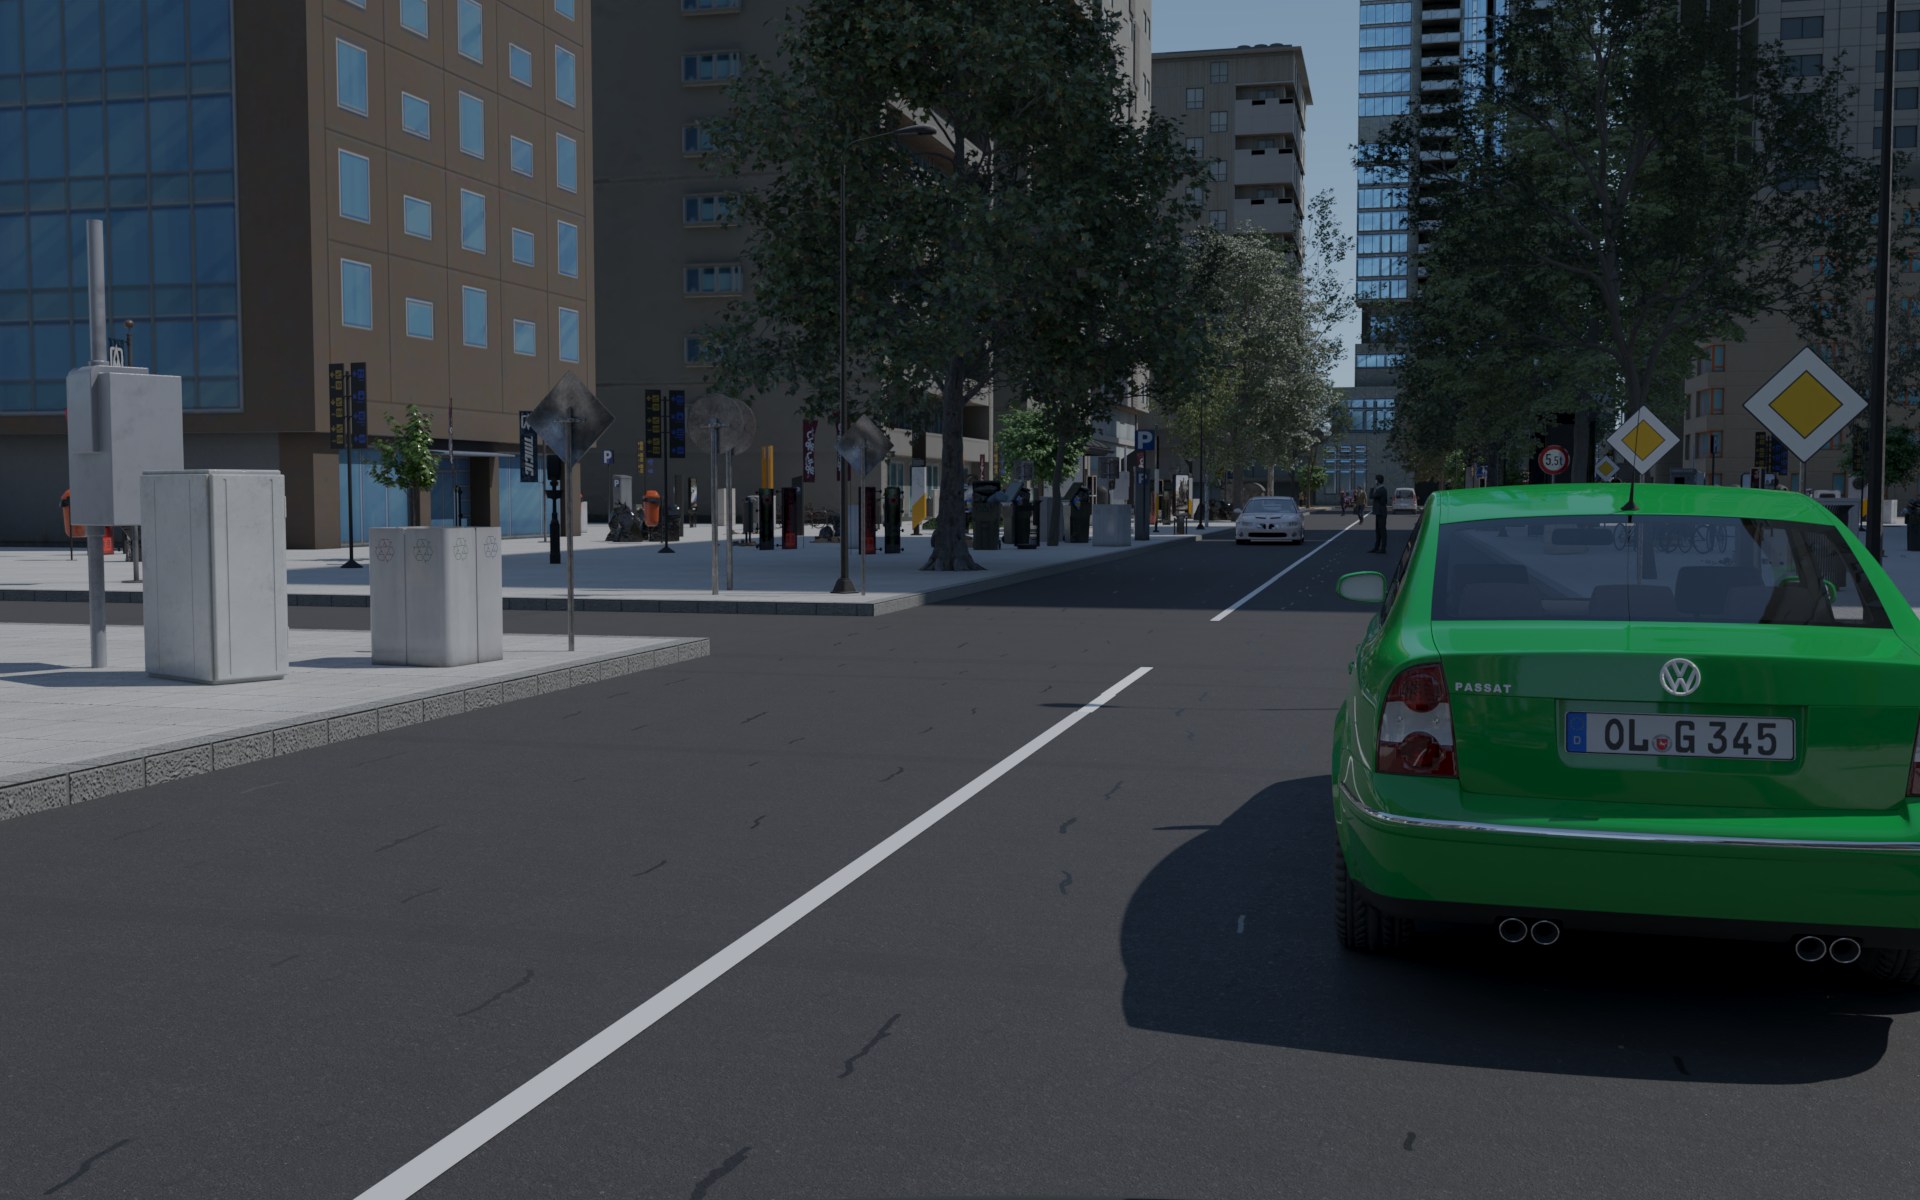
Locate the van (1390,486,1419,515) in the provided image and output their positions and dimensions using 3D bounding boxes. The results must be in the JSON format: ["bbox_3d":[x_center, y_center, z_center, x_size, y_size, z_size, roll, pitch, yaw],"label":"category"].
[{"bbox_3d":[31.211,-7.013,121.668,2.013,2.044,4.112,1,4,14],"label":"van"}]

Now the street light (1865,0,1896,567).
[{"bbox_3d":[5.691,-2.400,11.788,1.470,5.913,1.316,1,4,14],"label":"street light"}]

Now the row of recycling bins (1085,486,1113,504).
[{"bbox_3d":[6.607,-4.867,86.687,3.534,1.692,1.069,0,4,-8],"label":"row of recycling bins"}]

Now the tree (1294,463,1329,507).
[{"bbox_3d":[33.765,-11.177,166.454,4.285,4.588,4.351,0,3,0],"label":"tree"}]

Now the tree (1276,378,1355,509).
[{"bbox_3d":[30.622,-13.791,151.238,9.928,11.665,9.643,0,3,0],"label":"tree"}]

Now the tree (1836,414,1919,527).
[{"bbox_3d":[36.579,-5.188,68.534,4.285,4.588,4.351,0,3,0],"label":"tree"}]

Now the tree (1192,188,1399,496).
[{"bbox_3d":[20.353,-15.425,108.085,12.611,20.169,13.585,0,3,0],"label":"tree"}]

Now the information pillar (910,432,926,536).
[{"bbox_3d":[-1.277,-3.798,53.457,0.504,3.616,0.183,2,4,32],"label":"information pillar"}]

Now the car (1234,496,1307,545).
[{"bbox_3d":[9.054,-2.326,50.395,2.083,1.381,4.827,1,4,13],"label":"car"}]

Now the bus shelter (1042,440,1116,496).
[{"bbox_3d":[4.060,-4.111,61.141,2.014,3.302,5.546,1,4,14],"label":"bus shelter"}]

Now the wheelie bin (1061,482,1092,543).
[{"bbox_3d":[3.080,-2.303,45.563,0.693,1.594,0.980,-1,4,-17],"label":"wheelie bin"}]

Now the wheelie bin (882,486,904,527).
[{"bbox_3d":[-2.581,-3.648,67.546,0.980,1.594,0.693,-3,5,-44],"label":"wheelie bin"}]

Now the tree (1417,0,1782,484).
[{"bbox_3d":[14.269,-7.353,38.342,7.486,12.596,7.792,0,3,0],"label":"tree"}]

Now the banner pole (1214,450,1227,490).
[{"bbox_3d":[14.435,-6.451,95.490,0.863,3.779,0.401,1,4,15],"label":"banner pole"}]

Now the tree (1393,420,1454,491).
[{"bbox_3d":[45.697,-15.776,164.591,9.857,13.997,8.962,0,3,0],"label":"tree"}]

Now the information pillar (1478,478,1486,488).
[{"bbox_3d":[23.411,-4.479,77.727,0.304,2.012,0.304,1,4,11],"label":"information pillar"}]

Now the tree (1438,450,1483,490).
[{"bbox_3d":[32.224,-7.757,110.541,4.285,4.588,4.351,0,3,0],"label":"tree"}]

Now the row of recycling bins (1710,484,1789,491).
[{"bbox_3d":[33.758,-4.120,74.469,3.534,1.692,1.069,0,4,2],"label":"row of recycling bins"}]

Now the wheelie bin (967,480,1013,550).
[{"bbox_3d":[0.632,-1.948,39.752,0.980,1.594,0.693,0,4,6],"label":"wheelie bin"}]

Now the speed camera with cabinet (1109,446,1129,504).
[{"bbox_3d":[6.602,-4.772,72.350,0.660,3.252,2.038,0,4,-4],"label":"speed camera with cabinet"}]

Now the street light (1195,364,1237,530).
[{"bbox_3d":[9.212,-5.487,62.247,1.470,5.913,1.316,1,4,14],"label":"street light"}]

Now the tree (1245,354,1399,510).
[{"bbox_3d":[26.738,-14.014,139.493,12.009,13.543,11.850,0,3,0],"label":"tree"}]

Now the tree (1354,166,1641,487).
[{"bbox_3d":[18.586,-8.742,59.938,9.611,12.733,9.660,0,3,0],"label":"tree"}]

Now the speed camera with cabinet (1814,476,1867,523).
[{"bbox_3d":[38.933,-5.029,76.563,2.038,3.252,0.660,1,4,18],"label":"speed camera with cabinet"}]

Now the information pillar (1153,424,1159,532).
[{"bbox_3d":[6.579,-4.071,57.921,0.183,3.616,0.504,0,4,-1],"label":"information pillar"}]

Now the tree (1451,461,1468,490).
[{"bbox_3d":[25.693,-5.730,88.281,1.663,3.219,1.824,0,3,0],"label":"tree"}]

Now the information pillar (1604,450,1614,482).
[{"bbox_3d":[32.362,-5.812,86.381,0.504,3.616,0.183,2,4,35],"label":"information pillar"}]

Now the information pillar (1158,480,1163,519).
[{"bbox_3d":[10.234,-5.162,88.883,0.304,2.012,0.304,-1,4,-11],"label":"information pillar"}]

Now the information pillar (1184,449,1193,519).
[{"bbox_3d":[11.694,-5.955,88.723,0.504,3.616,0.183,-2,4,-26],"label":"information pillar"}]

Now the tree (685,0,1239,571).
[{"bbox_3d":[-0.031,-6.834,28.743,9.611,12.733,9.660,0,3,0],"label":"tree"}]

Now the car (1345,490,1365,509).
[{"bbox_3d":[37.327,-9.510,164.162,2.281,1.827,5.304,1,4,12],"label":"car"}]

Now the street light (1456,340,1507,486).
[{"bbox_3d":[15.758,-4.853,51.892,1.470,5.913,1.316,1,4,14],"label":"street light"}]

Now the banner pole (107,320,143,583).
[{"bbox_3d":[-11.925,-2.123,24.731,0.401,3.779,0.863,0,4,0],"label":"banner pole"}]

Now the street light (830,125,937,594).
[{"bbox_3d":[-0.971,-3.029,22.071,1.470,5.913,1.316,1,4,14],"label":"street light"}]

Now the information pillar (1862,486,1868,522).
[{"bbox_3d":[41.576,-5.384,79.376,0.183,3.616,0.504,-3,5,-43],"label":"information pillar"}]

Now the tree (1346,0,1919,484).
[{"bbox_3d":[10.426,-5.618,26.270,8.767,10.594,7.601,0,4,0],"label":"tree"}]

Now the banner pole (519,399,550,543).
[{"bbox_3d":[-11.223,-3.411,45.779,0.863,3.779,0.401,-1,4,-9],"label":"banner pole"}]

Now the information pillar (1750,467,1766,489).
[{"bbox_3d":[21.851,-2.630,47.489,0.304,2.012,0.304,-3,5,-41],"label":"information pillar"}]

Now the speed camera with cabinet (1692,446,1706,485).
[{"bbox_3d":[29.918,-4.651,70.379,0.660,3.252,2.038,2,4,27],"label":"speed camera with cabinet"}]

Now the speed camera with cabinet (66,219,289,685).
[{"bbox_3d":[-5.595,-1.100,12.318,2.038,3.252,0.660,3,4,38],"label":"speed camera with cabinet"}]

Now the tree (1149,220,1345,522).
[{"bbox_3d":[13.103,-10.637,80.569,9.857,13.997,8.962,0,3,0],"label":"tree"}]

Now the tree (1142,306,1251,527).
[{"bbox_3d":[9.366,-7.125,66.852,4.737,8.622,4.395,0,3,0],"label":"tree"}]

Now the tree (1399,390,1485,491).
[{"bbox_3d":[41.874,-14.627,149.516,12.009,13.543,11.850,0,3,0],"label":"tree"}]

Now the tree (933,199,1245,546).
[{"bbox_3d":[2.522,-6.590,42.164,7.601,10.594,8.767,3,5,44],"label":"tree"}]

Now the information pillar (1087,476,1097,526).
[{"bbox_3d":[5.253,-3.958,69.199,0.304,2.012,0.304,2,4,34],"label":"information pillar"}]

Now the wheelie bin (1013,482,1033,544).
[{"bbox_3d":[1.464,-2.246,44.638,0.693,1.594,0.980,-2,4,-28],"label":"wheelie bin"}]

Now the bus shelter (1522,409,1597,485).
[{"bbox_3d":[16.896,-3.542,49.190,1.731,3.624,6.357,1,4,14],"label":"bus shelter"}]

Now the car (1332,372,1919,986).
[{"bbox_3d":[2.395,0.137,6.561,1.959,1.807,4.718,1,4,15],"label":"car"}]

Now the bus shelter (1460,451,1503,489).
[{"bbox_3d":[24.977,-5.431,82.715,2.014,3.302,5.546,1,4,14],"label":"bus shelter"}]

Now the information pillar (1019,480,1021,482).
[{"bbox_3d":[2.831,-5.508,81.412,0.183,3.616,0.504,-1,4,-13],"label":"information pillar"}]
